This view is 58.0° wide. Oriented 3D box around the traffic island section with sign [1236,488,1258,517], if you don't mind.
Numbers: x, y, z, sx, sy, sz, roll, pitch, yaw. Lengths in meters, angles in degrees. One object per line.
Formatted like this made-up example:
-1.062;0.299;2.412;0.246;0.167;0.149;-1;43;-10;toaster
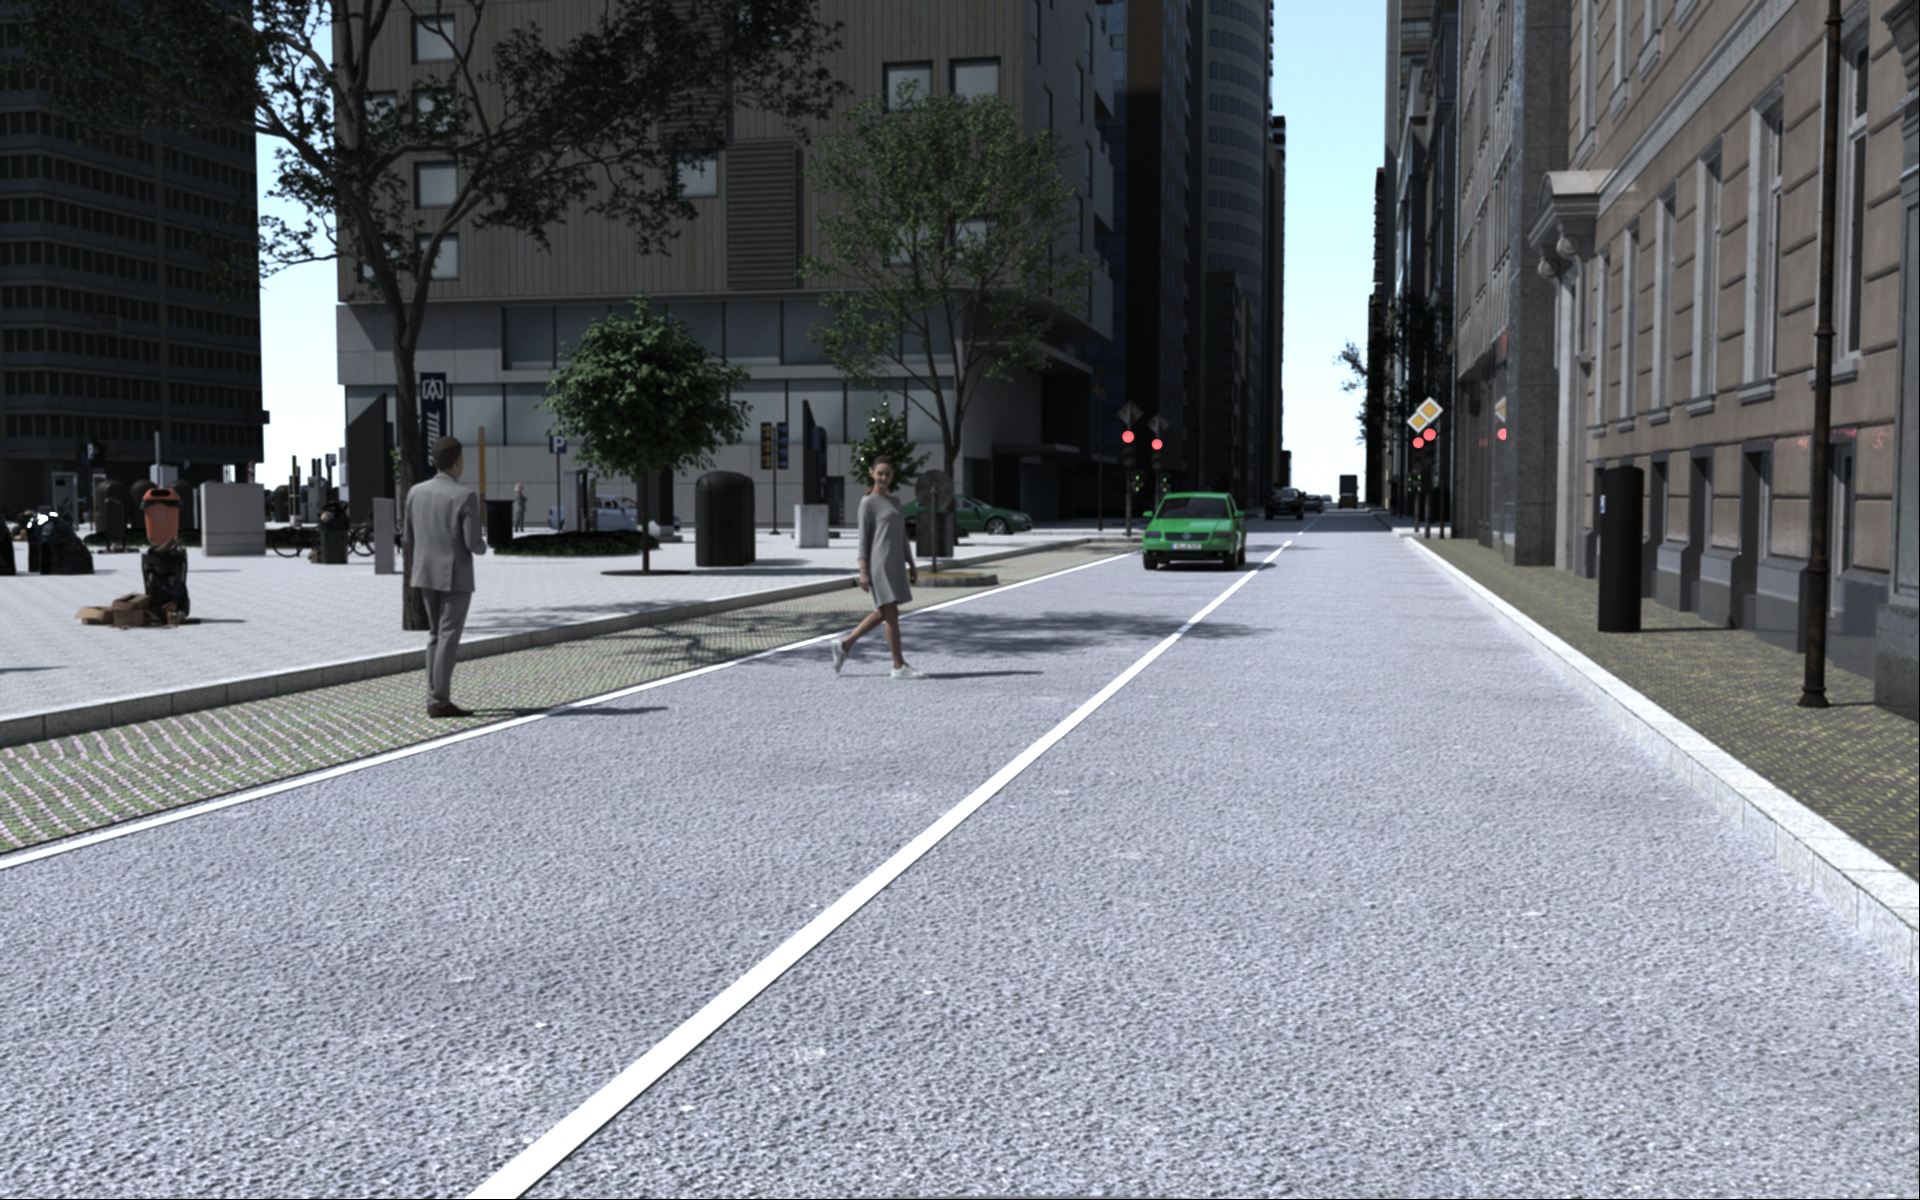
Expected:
17.494;-6.046;107.485;1.989;1.847;2.006;1;4;13;traffic island section with sign

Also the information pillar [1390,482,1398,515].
26.468;-6.186;105.631;0.304;2.012;0.304;-2;4;-34;information pillar

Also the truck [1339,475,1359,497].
57.588;-16.374;256.623;2.839;4.237;11.283;1;4;14;truck

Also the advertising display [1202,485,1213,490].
17.448;-7.165;122.366;0.974;1.923;0.123;3;5;43;advertising display

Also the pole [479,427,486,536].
-14.543;-3.602;52.740;0.158;3.312;0.155;0;3;0;pole

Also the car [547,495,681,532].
-11.693;-2.856;58.695;4.499;1.417;2.014;1;4;11;car

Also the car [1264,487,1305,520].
18.412;-5.474;98.172;2.281;1.827;5.304;1;4;13;car

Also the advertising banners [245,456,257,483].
-33.600;-5.141;80.247;2.074;3.025;0.090;-3;4;-38;advertising banners

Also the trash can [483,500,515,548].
-10.994;-1.817;41.360;0.748;1.137;0.748;0;3;0;trash can

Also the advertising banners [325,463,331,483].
-35.059;-6.199;97.549;0.090;3.025;2.074;1;4;17;advertising banners

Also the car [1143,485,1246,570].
4.644;-1.542;34.011;1.959;1.807;4.718;1;4;12;car

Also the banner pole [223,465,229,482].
-53.323;-8.305;125.800;0.863;3.779;0.401;3;4;37;banner pole

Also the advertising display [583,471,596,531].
-10.420;-2.660;48.712;0.123;1.923;0.974;0;4;1;advertising display

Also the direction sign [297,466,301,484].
-52.764;-8.947;138.279;0.379;3.537;0.876;0;4;-6;direction sign

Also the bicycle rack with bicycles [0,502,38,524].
-41.202;-3.773;75.077;2.925;0.926;2.852;-2;4;-33;bicycle rack with bicycles

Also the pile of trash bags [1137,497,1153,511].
11.034;-5.074;92.710;3.447;1.369;1.912;2;4;28;pile of trash bags

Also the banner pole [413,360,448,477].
-9.688;-2.531;31.394;0.863;3.779;0.401;0;4;-1;banner pole

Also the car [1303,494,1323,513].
26.360;-7.255;130.629;2.014;1.417;4.499;1;4;13;car

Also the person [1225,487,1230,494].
15.193;-5.558;99.214;0.795;1.843;0.661;1;4;16;person

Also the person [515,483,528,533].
-14.709;-3.025;58.149;0.526;1.800;0.537;0;4;-4;person

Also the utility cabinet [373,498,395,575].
-9.315;-1.034;28.061;0.306;1.237;1.020;-1;4;-16;utility cabinet

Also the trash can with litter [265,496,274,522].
-31.989;-4.194;79.966;0.624;1.170;1.055;-1;4;-19;trash can with litter

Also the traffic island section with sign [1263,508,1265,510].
28.387;-9.020;156.102;1.989;1.847;2.006;1;4;13;traffic island section with sign

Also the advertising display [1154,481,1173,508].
10.213;-5.004;87.034;0.974;1.923;0.123;2;4;28;advertising display

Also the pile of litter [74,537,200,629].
-8.121;-0.193;17.122;1.176;0.858;1.719;-1;4;-15;pile of litter

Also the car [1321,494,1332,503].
60.102;-16.619;284.079;2.083;1.381;4.827;1;4;12;car

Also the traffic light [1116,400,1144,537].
5.071;-3.843;51.756;0.839;4.253;0.868;1;4;13;traffic light

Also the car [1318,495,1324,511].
29.757;-8.199;146.423;2.083;1.381;4.827;1;4;15;car

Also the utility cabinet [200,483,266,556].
-14.914;-1.643;35.541;1.173;1.500;0.318;-3;5;-39;utility cabinet

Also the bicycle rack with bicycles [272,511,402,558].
-12.616;-1.396;36.202;2.925;0.926;2.852;-1;4;-10;bicycle rack with bicycles

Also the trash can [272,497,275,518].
-37.174;-5.065;94.470;0.748;1.137;0.748;0;3;0;trash can

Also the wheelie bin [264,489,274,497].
-47.190;-6.720;117.786;0.980;1.594;0.693;-2;4;-27;wheelie bin

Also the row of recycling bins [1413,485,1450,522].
22.755;-4.465;80.112;3.534;1.692;1.069;2;4;25;row of recycling bins

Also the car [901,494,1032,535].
-0.047;-2.784;57.314;4.920;1.459;2.131;1;4;11;car

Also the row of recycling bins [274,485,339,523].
-29.189;-4.355;78.322;3.534;1.692;1.069;0;4;-5;row of recycling bins

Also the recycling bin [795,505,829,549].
-3.526;-1.750;41.161;0.722;1.027;0.722;-1;4;-13;recycling bin

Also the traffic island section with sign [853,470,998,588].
-0.471;-1.142;27.293;1.989;1.847;2.006;1;4;13;traffic island section with sign

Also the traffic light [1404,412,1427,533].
15.225;-4.206;57.688;0.839;4.253;0.868;1;4;13;traffic light

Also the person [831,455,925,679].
-0.644;-0.257;13.455;0.760;1.731;0.466;0;4;6;person

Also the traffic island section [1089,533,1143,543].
5.035;-1.811;51.899;2.009;0.180;2.903;1;4;13;traffic island section

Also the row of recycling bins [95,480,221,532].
-23.076;-2.633;50.170;3.534;1.692;1.069;-2;4;-31;row of recycling bins

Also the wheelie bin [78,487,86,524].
-37.791;-4.028;73.770;0.693;1.594;0.980;3;5;41;wheelie bin

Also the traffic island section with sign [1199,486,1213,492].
11.510;-4.414;80.798;1.989;1.847;2.006;1;4;13;traffic island section with sign

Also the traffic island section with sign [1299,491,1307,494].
52.606;-15.632;264.202;1.989;1.847;2.006;1;4;13;traffic island section with sign

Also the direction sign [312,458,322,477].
-40.585;-7.177;109.337;0.876;3.537;0.379;2;4;30;direction sign

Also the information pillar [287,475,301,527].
-25.681;-3.816;66.883;0.304;2.012;0.304;2;4;35;information pillar

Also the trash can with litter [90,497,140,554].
-18.615;-1.613;37.433;1.678;1.210;2.233;1;4;12;trash can with litter

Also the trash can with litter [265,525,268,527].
-30.624;-3.811;73.369;2.233;1.210;1.678;2;4;27;trash can with litter

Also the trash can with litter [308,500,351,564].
-11.666;-1.251;31.838;1.055;1.170;0.624;3;5;41;trash can with litter

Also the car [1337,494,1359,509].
37.136;-9.518;165.842;2.015;1.641;3.980;1;4;14;car

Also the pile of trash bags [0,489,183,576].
-14.484;-1.122;28.103;3.447;1.369;1.912;-1;4;-21;pile of trash bags

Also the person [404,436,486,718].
-3.256;-0.152;11.178;0.606;1.804;0.583;1;4;20;person

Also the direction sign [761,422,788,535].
-5.859;-3.838;54.745;0.876;3.537;0.379;1;4;10;direction sign

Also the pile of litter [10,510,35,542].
-25.529;-2.023;47.033;1.719;0.858;1.176;2;4;34;pile of litter

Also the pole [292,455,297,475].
-34.910;-5.936;90.902;0.158;3.312;0.155;0;3;0;pole

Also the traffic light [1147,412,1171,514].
6.817;-4.320;59.548;0.839;4.253;0.868;1;4;13;traffic light

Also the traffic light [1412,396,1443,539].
13.479;-3.729;49.895;0.839;4.253;0.868;1;4;13;traffic light

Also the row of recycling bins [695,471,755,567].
-4.313;-1.527;32.083;1.069;1.692;3.534;0;4;-4;row of recycling bins

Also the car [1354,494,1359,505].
51.862;-13.331;229.763;2.131;1.459;4.920;1;4;14;car

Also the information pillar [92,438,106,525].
-35.513;-4.898;71.439;0.504;3.616;0.183;-2;4;-26;information pillar
